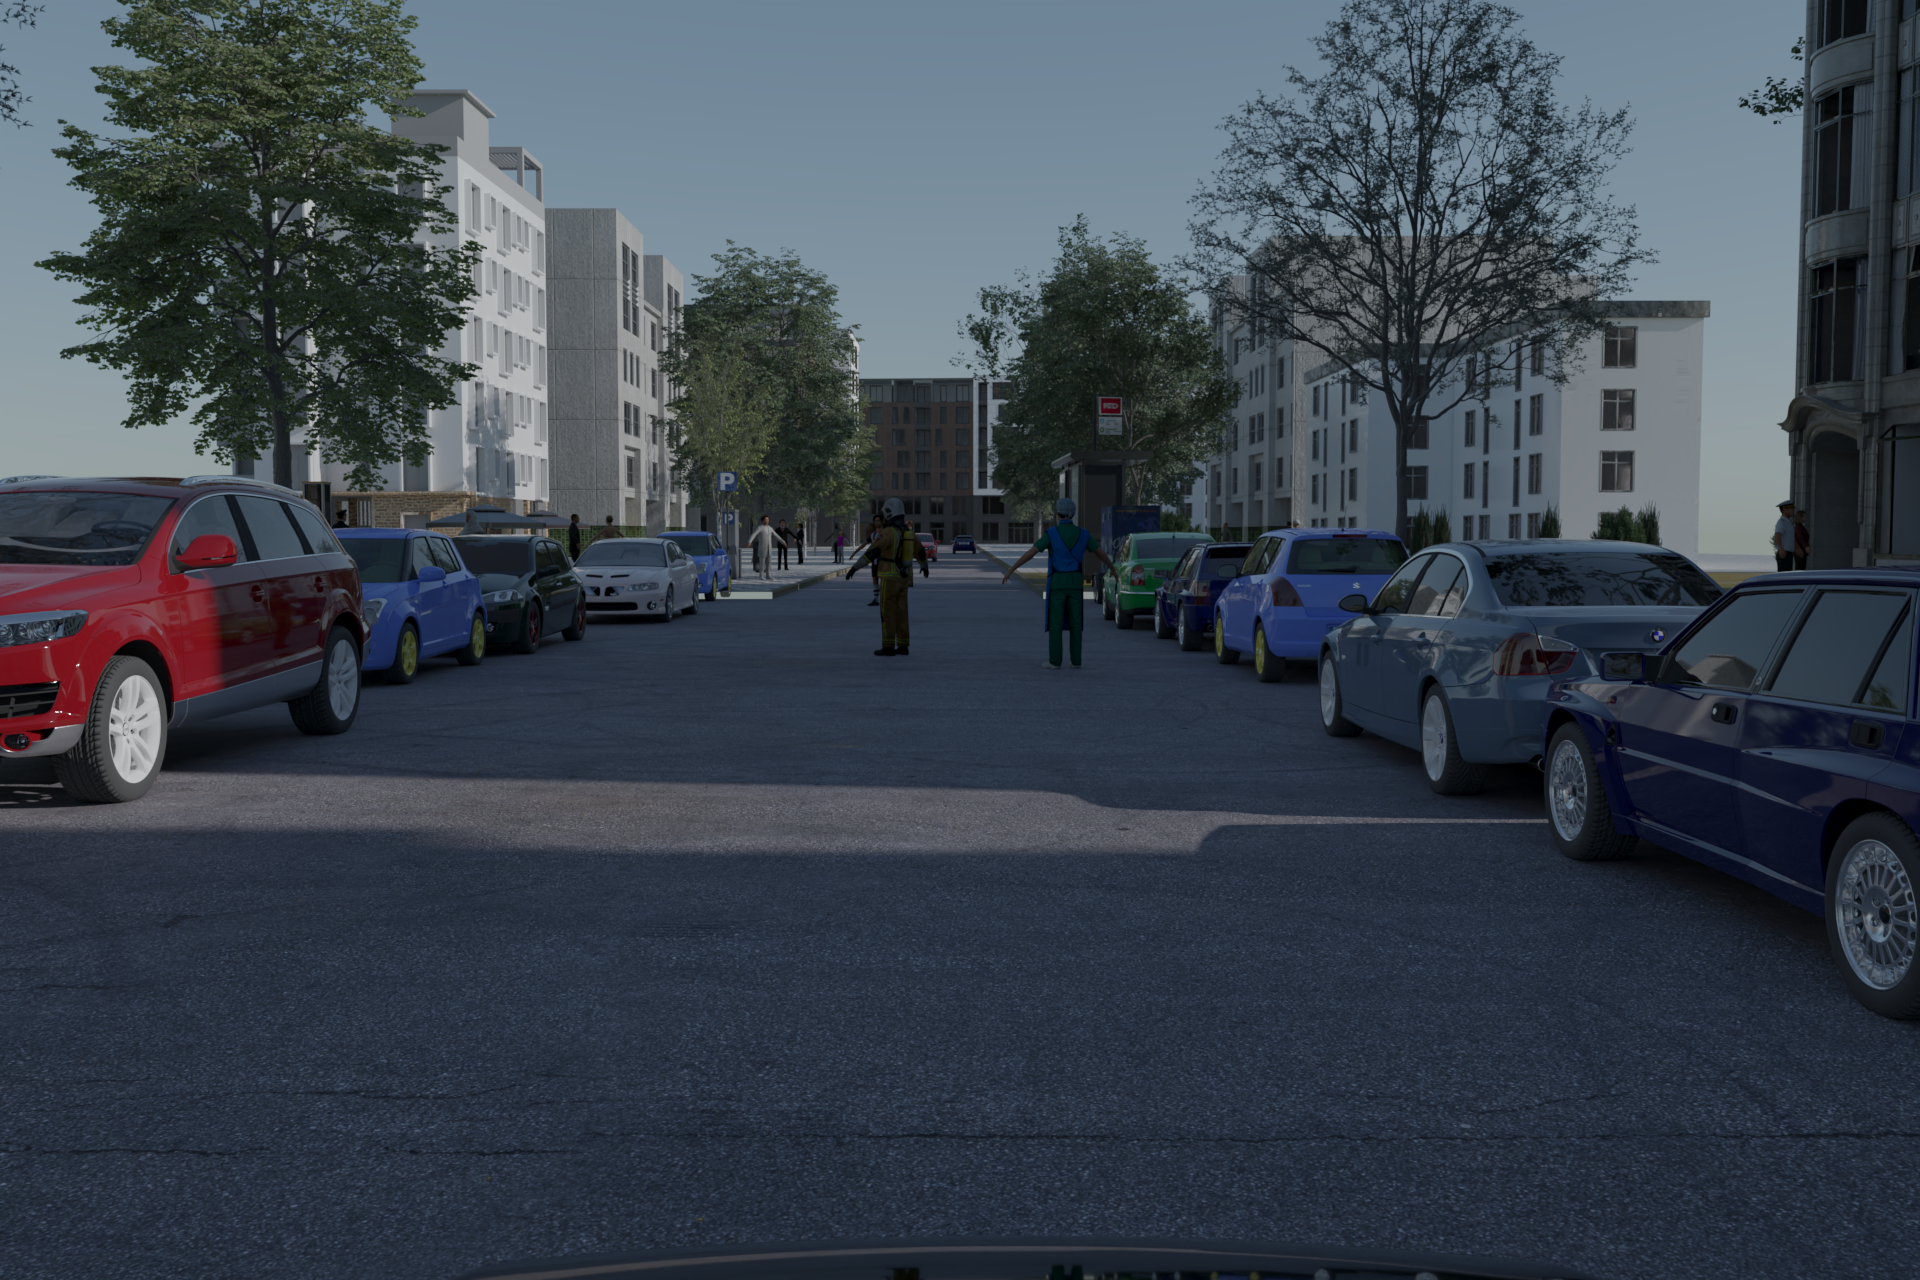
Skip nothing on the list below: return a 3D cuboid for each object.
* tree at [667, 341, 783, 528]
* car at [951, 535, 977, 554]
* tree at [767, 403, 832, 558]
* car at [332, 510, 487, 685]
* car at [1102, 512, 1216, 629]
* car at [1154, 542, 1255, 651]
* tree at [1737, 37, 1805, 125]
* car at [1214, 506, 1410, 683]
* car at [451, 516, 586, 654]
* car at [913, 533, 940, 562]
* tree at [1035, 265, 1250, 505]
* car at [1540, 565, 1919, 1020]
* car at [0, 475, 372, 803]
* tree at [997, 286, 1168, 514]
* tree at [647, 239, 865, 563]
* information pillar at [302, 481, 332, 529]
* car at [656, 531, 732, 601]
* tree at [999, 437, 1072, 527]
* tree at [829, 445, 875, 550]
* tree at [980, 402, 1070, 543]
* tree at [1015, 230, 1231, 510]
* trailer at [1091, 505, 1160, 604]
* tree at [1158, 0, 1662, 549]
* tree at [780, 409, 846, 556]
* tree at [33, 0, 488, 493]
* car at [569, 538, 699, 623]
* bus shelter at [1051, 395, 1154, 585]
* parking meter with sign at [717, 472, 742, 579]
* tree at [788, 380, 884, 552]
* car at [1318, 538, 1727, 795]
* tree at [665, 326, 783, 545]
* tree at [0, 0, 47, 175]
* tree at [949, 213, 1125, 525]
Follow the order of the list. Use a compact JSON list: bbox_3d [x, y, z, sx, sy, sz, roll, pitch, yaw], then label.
[{"bbox_3d":[-9.101,-7.135,67.025,4.737,8.622,4.395,0,3,0],"label":"tree"},{"bbox_3d":[0.301,-6.923,125.772,1.945,1.354,3.894,0,4,0],"label":"car"},{"bbox_3d":[-8.219,-8.794,94.146,4.360,8.622,3.978,0,3,0],"label":"tree"},{"bbox_3d":[-6.077,-0.490,17.609,1.945,1.707,3.694,0,3,0],"label":"car"},{"bbox_3d":[3.257,-1.142,27.463,1.959,1.807,4.718,0,4,0],"label":"car"},{"bbox_3d":[3.551,-0.608,22.529,1.945,1.354,3.894,0,4,0],"label":"car"},{"bbox_3d":[27.841,-11.732,47.710,12.611,20.169,13.585,0,3,0],"label":"tree"},{"bbox_3d":[3.697,-0.514,18.002,1.945,1.707,3.694,0,4,-1],"label":"car"},{"bbox_3d":[-5.936,-0.742,21.919,2.009,1.686,4.222,0,3,0],"label":"car"},{"bbox_3d":[-2.100,-4.985,90.549,2.155,1.783,4.494,0,4,0],"label":"car"},{"bbox_3d":[6.324,-7.641,59.336,8.767,10.594,7.601,3,5,43],"label":"tree"},{"bbox_3d":[3.547,0.374,6.461,1.945,1.354,3.894,0,4,-1],"label":"car"},{"bbox_3d":[-5.419,-0.137,10.916,2.281,1.827,5.304,0,3,0],"label":"car"},{"bbox_3d":[6.444,-10.991,86.366,9.857,13.997,8.962,0,3,0],"label":"tree"},{"bbox_3d":[-8.806,-10.379,76.351,9.857,13.997,8.962,0,3,0],"label":"tree"},{"bbox_3d":[-9.010,-1.212,24.312,0.304,2.012,0.304,0,4,-1],"label":"information pillar"},{"bbox_3d":[-6.065,-1.746,38.138,1.945,1.707,3.694,0,3,0],"label":"car"},{"bbox_3d":[6.877,-11.717,125.979,8.767,10.594,7.601,-1,4,-23],"label":"tree"},{"bbox_3d":[-8.436,-11.507,138.499,4.360,8.622,3.978,0,3,0],"label":"tree"},{"bbox_3d":[6.536,-14.537,144.329,9.857,13.997,8.962,0,3,0],"label":"tree"},{"bbox_3d":[7.059,-10.176,73.036,9.857,13.997,8.962,0,3,0],"label":"tree"},{"bbox_3d":[3.502,-1.798,36.445,1.471,1.999,3.904,0,3,0],"label":"trailer"},{"bbox_3d":[9.409,-7.713,36.471,12.009,13.543,11.850,0,3,0],"label":"tree"},{"bbox_3d":[-8.600,-9.271,101.943,4.737,8.622,4.395,0,3,0],"label":"tree"},{"bbox_3d":[-12.659,-6.915,31.182,7.486,12.596,7.792,0,3,0],"label":"tree"},{"bbox_3d":[-5.610,-1.050,29.530,2.083,1.381,4.827,0,3,0],"label":"car"},{"bbox_3d":[3.736,-4.301,47.948,2.179,5.291,8.768,0,4,-2],"label":"bus shelter"},{"bbox_3d":[-6.510,-3.241,49.249,0.543,3.016,1.738,0,4,-1],"label":"parking meter with sign"},{"bbox_3d":[-9.212,-12.624,124.528,7.486,12.596,7.792,0,3,0],"label":"tree"},{"bbox_3d":[3.469,0.074,10.789,2.014,1.417,4.499,0,3,0],"label":"car"},{"bbox_3d":[-8.608,-6.803,61.595,4.360,8.622,3.978,0,3,0],"label":"tree"},{"bbox_3d":[-11.751,-6.281,13.064,12.009,13.543,11.850,0,3,0],"label":"tree"},{"bbox_3d":[5.711,-15.222,104.762,12.611,20.169,13.585,0,3,0],"label":"tree"}]
